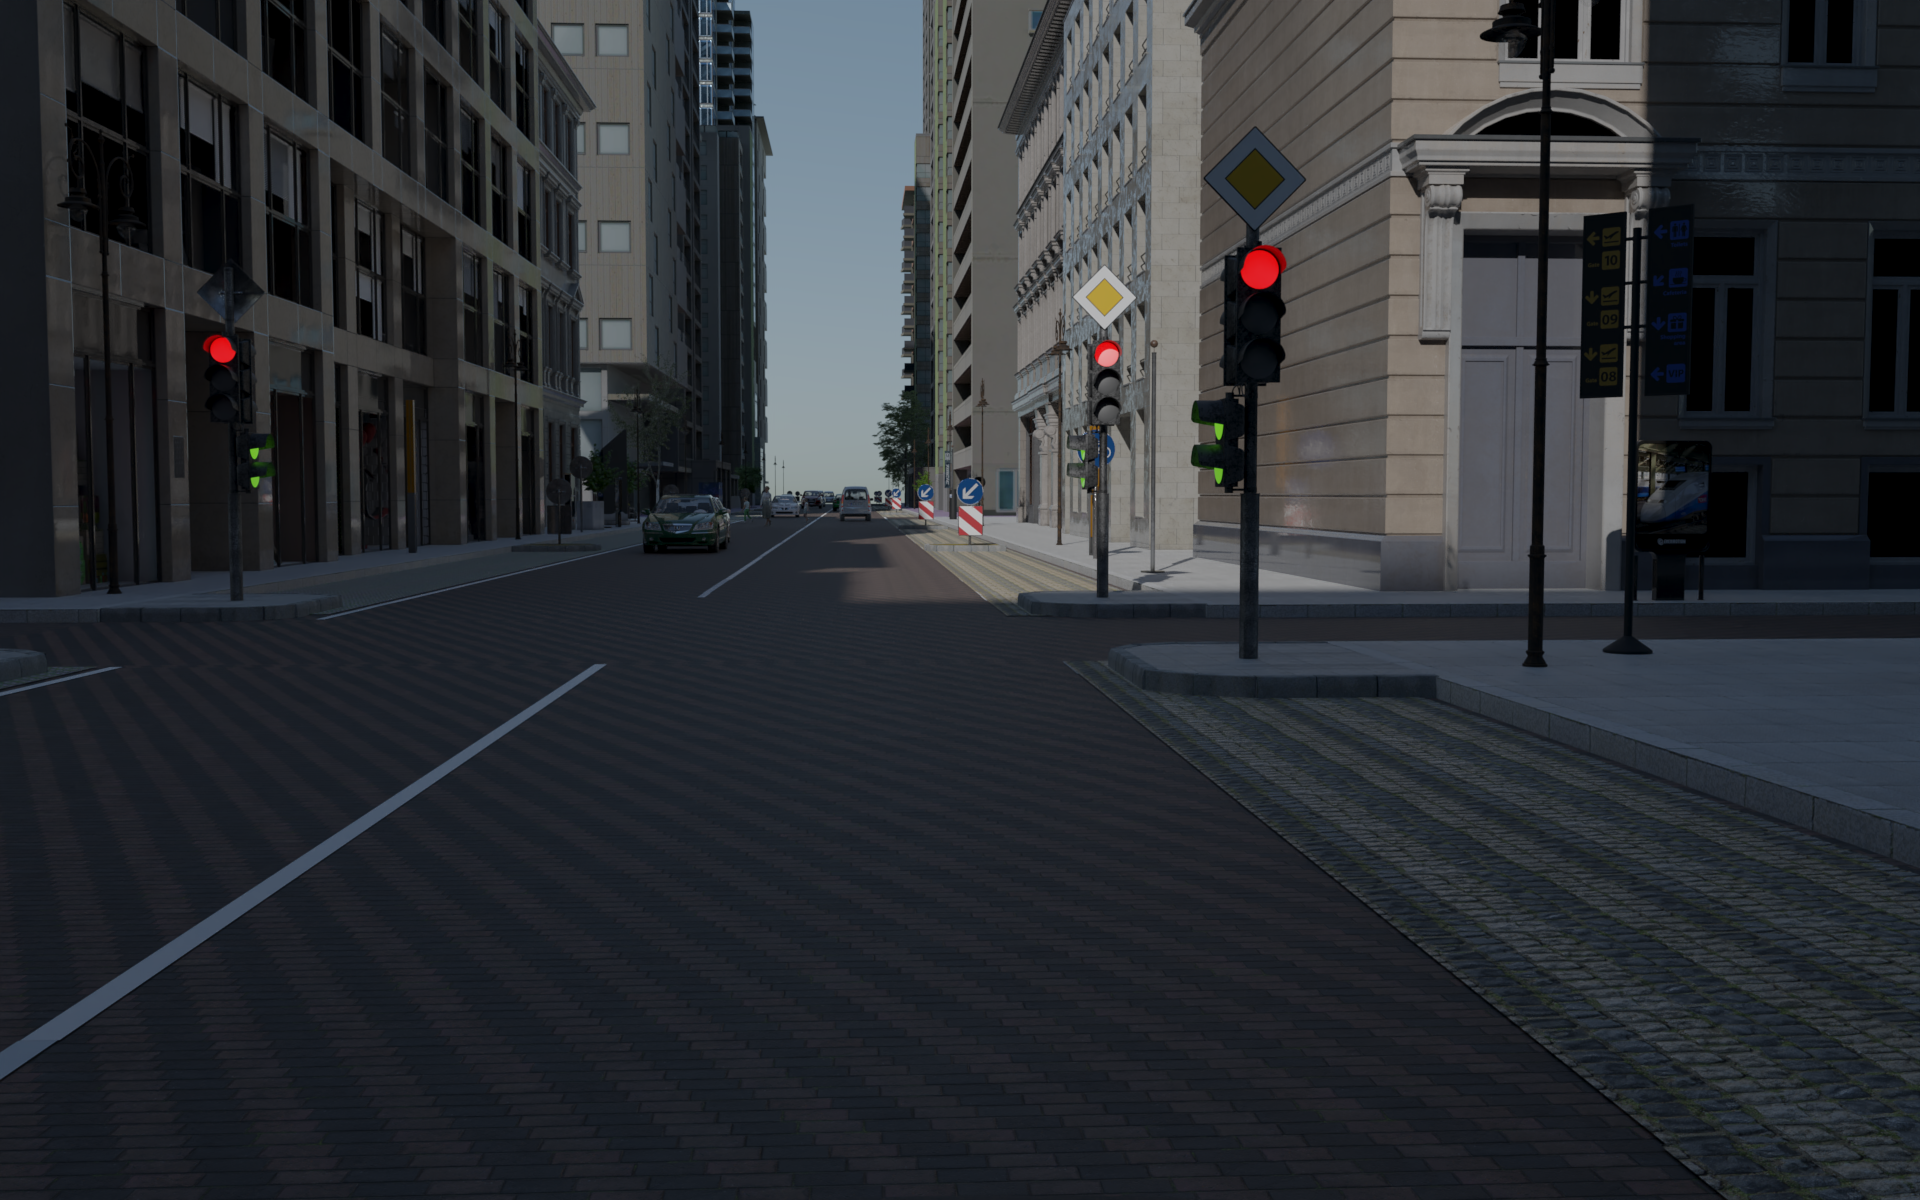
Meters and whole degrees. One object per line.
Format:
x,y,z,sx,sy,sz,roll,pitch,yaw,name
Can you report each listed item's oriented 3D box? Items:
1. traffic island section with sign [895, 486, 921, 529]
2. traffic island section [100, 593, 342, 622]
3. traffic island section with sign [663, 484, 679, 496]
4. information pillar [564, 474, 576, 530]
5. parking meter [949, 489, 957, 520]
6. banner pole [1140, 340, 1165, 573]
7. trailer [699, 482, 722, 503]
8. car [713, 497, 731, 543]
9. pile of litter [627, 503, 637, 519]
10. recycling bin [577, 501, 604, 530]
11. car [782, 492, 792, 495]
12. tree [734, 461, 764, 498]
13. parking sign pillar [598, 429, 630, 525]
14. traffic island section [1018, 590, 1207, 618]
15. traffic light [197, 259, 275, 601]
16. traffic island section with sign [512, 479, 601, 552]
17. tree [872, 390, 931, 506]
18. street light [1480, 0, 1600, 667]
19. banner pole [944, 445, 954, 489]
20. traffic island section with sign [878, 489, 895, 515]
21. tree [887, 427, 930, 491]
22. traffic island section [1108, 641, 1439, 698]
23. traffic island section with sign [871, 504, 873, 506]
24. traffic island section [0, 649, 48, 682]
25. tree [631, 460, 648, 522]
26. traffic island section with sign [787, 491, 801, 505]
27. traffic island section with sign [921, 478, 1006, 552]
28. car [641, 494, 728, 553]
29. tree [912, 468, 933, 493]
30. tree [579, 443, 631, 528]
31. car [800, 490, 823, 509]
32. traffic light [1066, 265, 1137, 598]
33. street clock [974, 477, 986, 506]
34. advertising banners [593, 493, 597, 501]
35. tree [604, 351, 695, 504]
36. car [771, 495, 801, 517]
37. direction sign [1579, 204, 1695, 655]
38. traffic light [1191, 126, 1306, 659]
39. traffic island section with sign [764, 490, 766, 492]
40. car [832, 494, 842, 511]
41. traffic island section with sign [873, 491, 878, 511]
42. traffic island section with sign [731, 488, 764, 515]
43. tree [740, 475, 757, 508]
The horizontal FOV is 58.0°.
-1.529,-3.799,70.736,1.989,1.847,2.006,0,4,-3,traffic island section with sign
-8.731,0.086,20.871,2.009,0.180,2.903,0,4,-3,traffic island section
-11.764,-3.793,70.639,1.989,1.847,2.006,0,4,-3,traffic island section with sign
-14.031,-3.532,62.247,0.304,2.012,0.304,1,4,16,information pillar
-0.339,-4.828,87.352,0.372,1.533,0.369,0,3,0,parking meter
3.165,-2.351,28.451,0.401,3.779,0.863,0,4,3,banner pole
-12.025,-4.664,83.304,1.471,1.999,3.904,0,4,-4,trailer
-7.599,-2.284,49.706,2.083,1.381,4.827,0,4,-5,car
-17.453,-4.637,89.774,1.719,0.858,1.176,-2,4,-25,pile of litter
-13.280,-3.039,62.237,0.722,1.027,0.722,1,4,21,recycling bin
-18.409,-10.674,184.303,2.009,1.686,4.222,0,4,-4,car
-21.060,-11.525,172.153,4.285,4.588,4.351,0,3,0,tree
-14.380,-5.082,71.559,1.447,3.967,1.447,3,4,37,parking sign pillar
1.791,0.048,21.503,2.009,0.180,2.903,0,4,-3,traffic island section
-8.691,-1.946,20.739,0.839,4.253,0.868,0,4,-3,traffic light
-10.109,-2.139,43.604,1.989,1.847,2.006,0,4,-3,traffic island section with sign
-5.756,-16.546,188.652,7.486,12.596,7.792,0,3,0,tree
4.281,-2.442,12.718,0.468,5.910,1.993,0,4,-3,street light
-0.534,-6.012,88.305,0.401,3.779,0.863,3,5,39,banner pole
-4.526,-6.815,120.058,1.989,1.847,2.006,0,4,-3,traffic island section with sign
-5.247,-14.164,181.937,4.360,8.622,3.978,0,3,0,tree
2.275,0.535,13.533,2.009,0.180,2.903,0,4,-3,traffic island section
-9.587,-11.910,203.349,1.989,1.847,2.006,0,4,-3,traffic island section with sign
-8.247,0.574,12.900,2.009,0.180,2.903,0,4,-3,traffic island section
-15.391,-5.279,80.917,1.663,3.219,1.824,0,3,0,tree
-19.697,-11.775,201.149,1.989,1.847,2.006,0,4,-3,traffic island section with sign
0.101,-2.153,43.830,1.989,1.847,2.006,0,4,-3,traffic island section with sign
-6.887,-1.951,43.690,2.131,1.459,4.920,0,4,-3,car
-2.487,-8.133,127.569,1.663,3.219,1.824,0,3,0,tree
-13.790,-4.329,65.389,1.663,3.219,1.824,0,3,0,tree
-14.548,-9.858,169.852,2.281,1.827,5.304,0,4,-4,car
1.750,-1.986,21.387,0.839,4.253,0.868,0,4,-3,traffic light
0.800,-4.098,71.566,0.471,2.002,0.358,2,4,26,street clock
-19.442,-5.858,91.968,0.090,3.025,2.074,0,4,-4,advertising banners
-15.600,-8.413,87.916,4.360,8.622,3.978,0,3,0,tree
-10.922,-5.839,107.823,2.083,1.381,4.827,0,4,-5,car
5.399,-1.340,13.901,0.876,3.537,0.379,3,5,43,direction sign
2.235,-1.498,13.416,0.839,4.253,0.868,0,4,-3,traffic light
-16.361,-8.425,146.371,1.989,1.847,2.006,0,4,-3,traffic island section with sign
-9.701,-8.310,144.670,1.959,1.807,4.718,0,4,-2,car
-6.215,-8.510,147.767,1.989,1.847,2.006,0,4,-3,traffic island section with sign
-14.704,-6.752,119.029,1.989,1.847,2.006,0,4,-3,traffic island section with sign
-19.225,-10.116,159.999,1.663,3.219,1.824,0,3,0,tree
